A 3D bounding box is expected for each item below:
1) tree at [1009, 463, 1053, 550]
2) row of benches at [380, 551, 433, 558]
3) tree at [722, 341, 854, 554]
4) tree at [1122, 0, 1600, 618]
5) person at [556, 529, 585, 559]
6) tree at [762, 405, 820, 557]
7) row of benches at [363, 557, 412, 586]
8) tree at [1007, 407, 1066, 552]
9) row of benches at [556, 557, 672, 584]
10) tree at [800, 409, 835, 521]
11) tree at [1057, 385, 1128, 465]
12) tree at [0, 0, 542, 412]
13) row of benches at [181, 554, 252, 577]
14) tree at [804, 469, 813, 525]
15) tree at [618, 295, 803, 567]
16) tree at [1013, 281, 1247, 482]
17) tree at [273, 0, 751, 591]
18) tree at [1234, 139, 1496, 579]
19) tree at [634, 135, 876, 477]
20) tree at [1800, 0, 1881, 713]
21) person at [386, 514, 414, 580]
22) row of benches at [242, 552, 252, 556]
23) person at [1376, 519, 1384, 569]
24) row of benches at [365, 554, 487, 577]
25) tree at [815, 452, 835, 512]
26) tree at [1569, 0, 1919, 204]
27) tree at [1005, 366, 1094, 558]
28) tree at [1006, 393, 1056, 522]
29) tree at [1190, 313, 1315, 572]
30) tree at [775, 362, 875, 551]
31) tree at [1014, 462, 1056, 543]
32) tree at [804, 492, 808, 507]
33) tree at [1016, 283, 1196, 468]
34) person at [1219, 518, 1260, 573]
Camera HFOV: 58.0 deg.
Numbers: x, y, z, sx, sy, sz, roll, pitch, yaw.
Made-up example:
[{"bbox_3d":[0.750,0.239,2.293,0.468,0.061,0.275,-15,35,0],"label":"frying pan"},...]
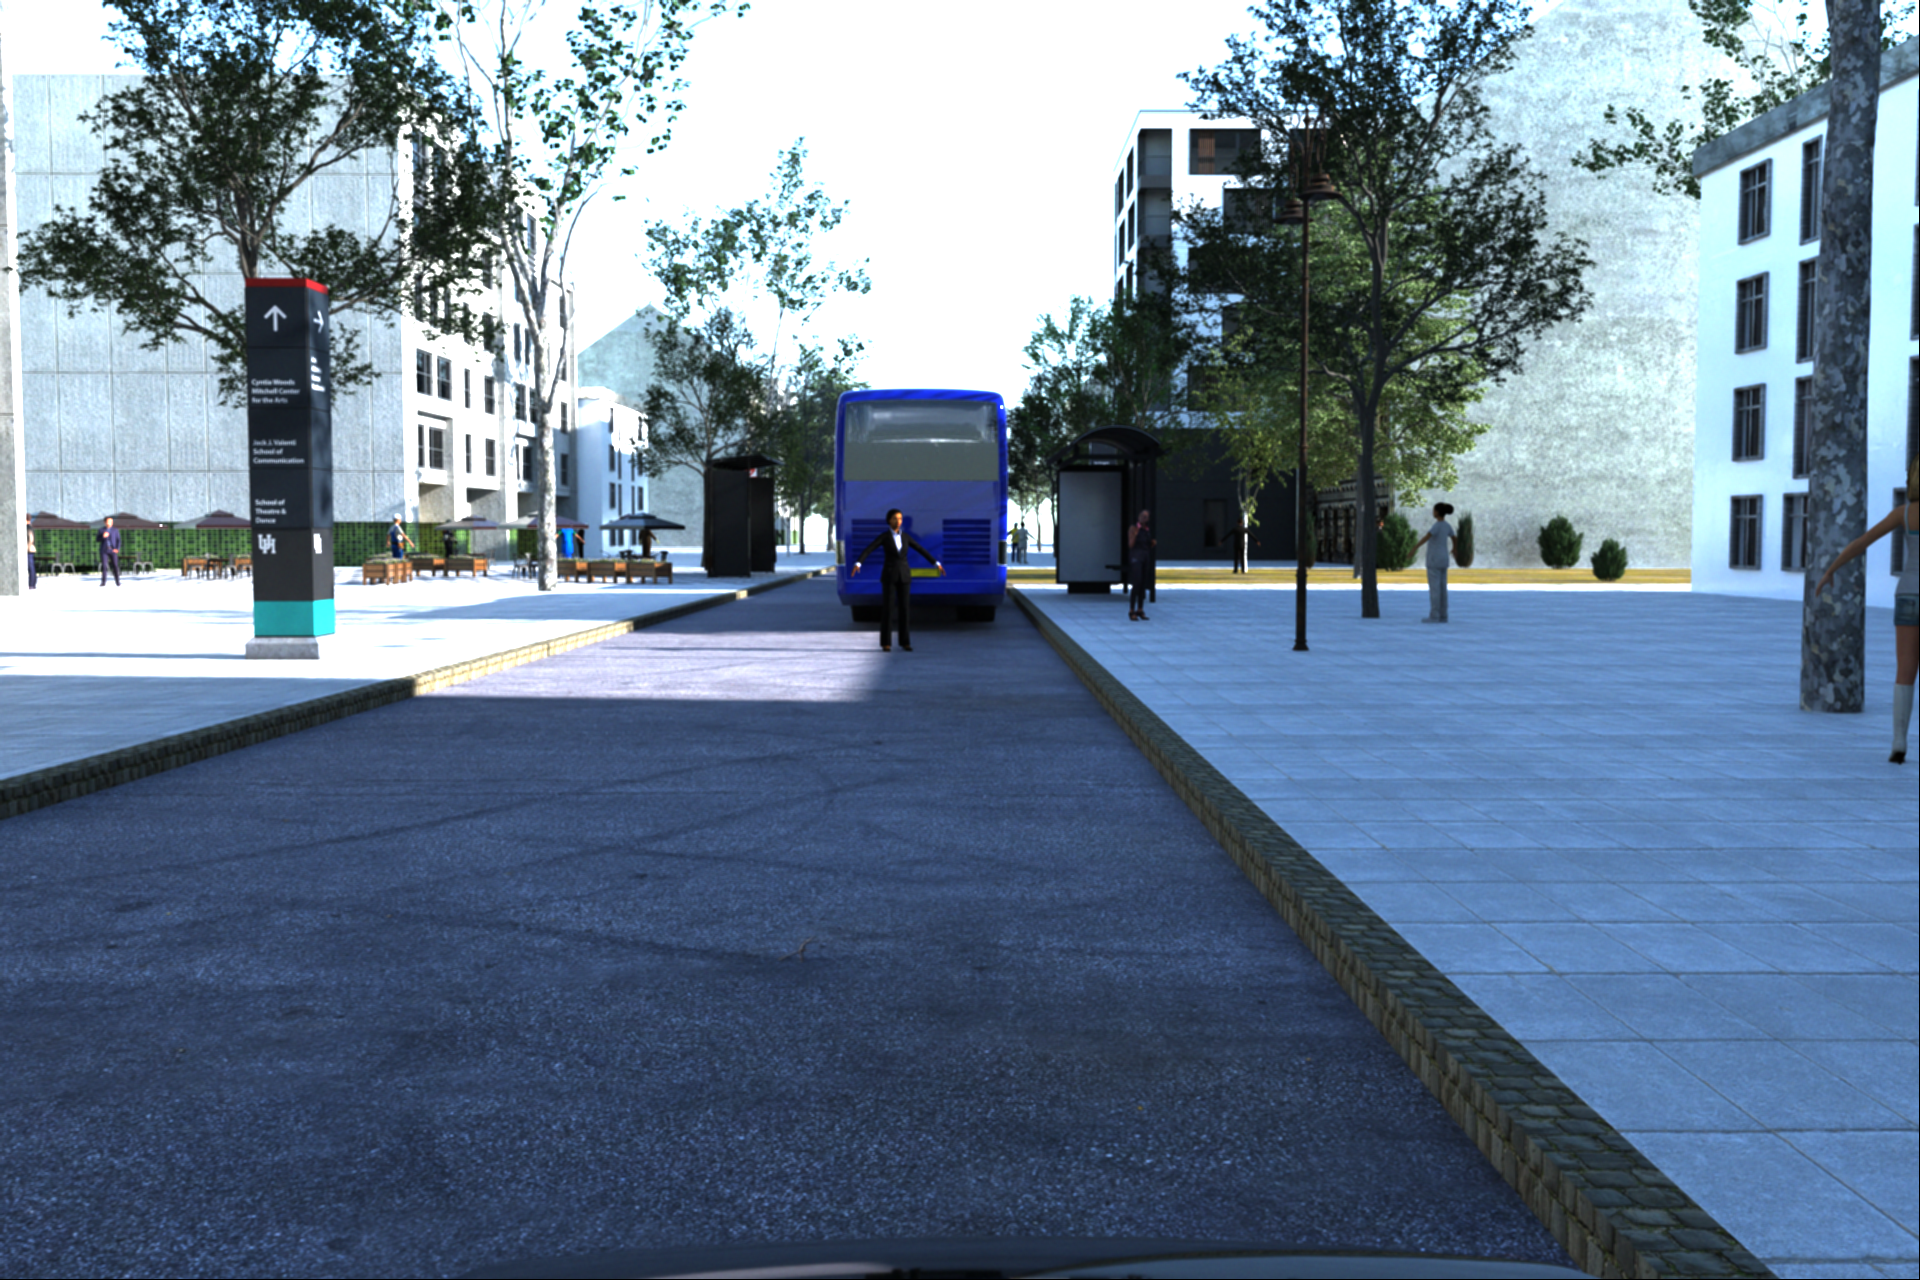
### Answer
[{"bbox_3d":[5.291,-11.390,136.583,4.360,8.622,3.978,0,3,0],"label":"tree"},{"bbox_3d":[-19.634,-2.799,61.219,1.422,0.672,4.104,0,4,2],"label":"row of benches"},{"bbox_3d":[-9.905,-12.166,109.282,12.009,13.543,11.850,0,3,0],"label":"tree"},{"bbox_3d":[5.974,-5.616,26.231,7.601,10.594,8.767,-1,4,-15],"label":"tree"},{"bbox_3d":[-14.374,-3.504,63.419,1.347,1.817,0.704,-3,5,-41],"label":"person"},{"bbox_3d":[-9.902,-9.091,98.997,4.737,8.622,4.395,0,3,0],"label":"tree"},{"bbox_3d":[-14.833,-1.800,44.900,1.422,0.672,4.104,-1,4,-9],"label":"row of benches"},{"bbox_3d":[5.437,-11.669,125.205,7.601,10.594,8.767,0,4,1],"label":"tree"},{"bbox_3d":[-9.284,-1.843,45.601,4.104,0.672,1.422,2,4,35],"label":"row of benches"},{"bbox_3d":[-9.755,-14.786,148.405,9.857,13.997,8.962,0,3,0],"label":"tree"},{"bbox_3d":[6.314,-7.962,80.537,4.737,8.622,4.395,0,3,0],"label":"tree"},{"bbox_3d":[-9.556,-5.516,24.604,8.767,10.594,7.601,1,4,22],"label":"tree"},{"bbox_3d":[-21.737,-2.321,53.405,4.104,0.672,1.422,-2,4,-31],"label":"row of benches"},{"bbox_3d":[-24.635,-20.499,241.806,9.857,13.997,8.962,0,3,0],"label":"tree"},{"bbox_3d":[-9.613,-8.120,67.179,7.601,10.594,8.767,-1,4,-17],"label":"tree"},{"bbox_3d":[6.177,-7.970,64.728,8.767,10.594,7.601,0,4,-5],"label":"tree"},{"bbox_3d":[-10.519,-11.112,37.568,12.611,20.169,13.585,0,3,0],"label":"tree"},{"bbox_3d":[11.263,-8.064,49.982,7.486,12.596,7.792,0,3,0],"label":"tree"},{"bbox_3d":[-9.798,-13.955,84.051,12.611,20.169,13.585,0,3,0],"label":"tree"},{"bbox_3d":[7.566,-9.496,11.156,12.611,20.169,13.585,0,3,0],"label":"tree"},{"bbox_3d":[-15.845,-2.629,48.834,1.347,1.847,0.705,3,5,41],"label":"person"},{"bbox_3d":[-23.617,-2.719,59.917,1.422,0.672,4.104,0,4,8],"label":"row of benches"},{"bbox_3d":[15.390,-3.517,63.435,0.705,1.837,1.347,2,4,34],"label":"person"},{"bbox_3d":[-16.314,-2.274,52.646,4.104,0.672,1.422,1,4,20],"label":"row of benches"},{"bbox_3d":[-9.941,-11.548,139.178,4.737,8.622,4.395,0,3,0],"label":"tree"},{"bbox_3d":[25.784,-12.046,52.839,12.611,20.169,13.585,0,3,0],"label":"tree"},{"bbox_3d":[4.924,-9.796,94.582,7.601,10.594,8.767,0,4,6],"label":"tree"},{"bbox_3d":[5.460,-14.567,148.547,12.009,13.543,11.850,0,3,0],"label":"tree"},{"bbox_3d":[9.897,-6.621,58.608,4.737,8.622,4.395,0,3,0],"label":"tree"},{"bbox_3d":[-9.603,-13.609,129.167,9.857,13.997,8.962,0,3,0],"label":"tree"},{"bbox_3d":[10.929,-19.117,238.321,9.928,11.665,9.643,0,3,0],"label":"tree"},{"bbox_3d":[-21.526,-17.408,234.989,4.360,8.622,3.978,0,3,0],"label":"tree"},{"bbox_3d":[6.113,-9.011,73.081,9.928,11.665,9.643,0,3,0],"label":"tree"},{"bbox_3d":[9.154,-3.089,56.724,1.346,1.802,0.704,0,4,1],"label":"person"}]
